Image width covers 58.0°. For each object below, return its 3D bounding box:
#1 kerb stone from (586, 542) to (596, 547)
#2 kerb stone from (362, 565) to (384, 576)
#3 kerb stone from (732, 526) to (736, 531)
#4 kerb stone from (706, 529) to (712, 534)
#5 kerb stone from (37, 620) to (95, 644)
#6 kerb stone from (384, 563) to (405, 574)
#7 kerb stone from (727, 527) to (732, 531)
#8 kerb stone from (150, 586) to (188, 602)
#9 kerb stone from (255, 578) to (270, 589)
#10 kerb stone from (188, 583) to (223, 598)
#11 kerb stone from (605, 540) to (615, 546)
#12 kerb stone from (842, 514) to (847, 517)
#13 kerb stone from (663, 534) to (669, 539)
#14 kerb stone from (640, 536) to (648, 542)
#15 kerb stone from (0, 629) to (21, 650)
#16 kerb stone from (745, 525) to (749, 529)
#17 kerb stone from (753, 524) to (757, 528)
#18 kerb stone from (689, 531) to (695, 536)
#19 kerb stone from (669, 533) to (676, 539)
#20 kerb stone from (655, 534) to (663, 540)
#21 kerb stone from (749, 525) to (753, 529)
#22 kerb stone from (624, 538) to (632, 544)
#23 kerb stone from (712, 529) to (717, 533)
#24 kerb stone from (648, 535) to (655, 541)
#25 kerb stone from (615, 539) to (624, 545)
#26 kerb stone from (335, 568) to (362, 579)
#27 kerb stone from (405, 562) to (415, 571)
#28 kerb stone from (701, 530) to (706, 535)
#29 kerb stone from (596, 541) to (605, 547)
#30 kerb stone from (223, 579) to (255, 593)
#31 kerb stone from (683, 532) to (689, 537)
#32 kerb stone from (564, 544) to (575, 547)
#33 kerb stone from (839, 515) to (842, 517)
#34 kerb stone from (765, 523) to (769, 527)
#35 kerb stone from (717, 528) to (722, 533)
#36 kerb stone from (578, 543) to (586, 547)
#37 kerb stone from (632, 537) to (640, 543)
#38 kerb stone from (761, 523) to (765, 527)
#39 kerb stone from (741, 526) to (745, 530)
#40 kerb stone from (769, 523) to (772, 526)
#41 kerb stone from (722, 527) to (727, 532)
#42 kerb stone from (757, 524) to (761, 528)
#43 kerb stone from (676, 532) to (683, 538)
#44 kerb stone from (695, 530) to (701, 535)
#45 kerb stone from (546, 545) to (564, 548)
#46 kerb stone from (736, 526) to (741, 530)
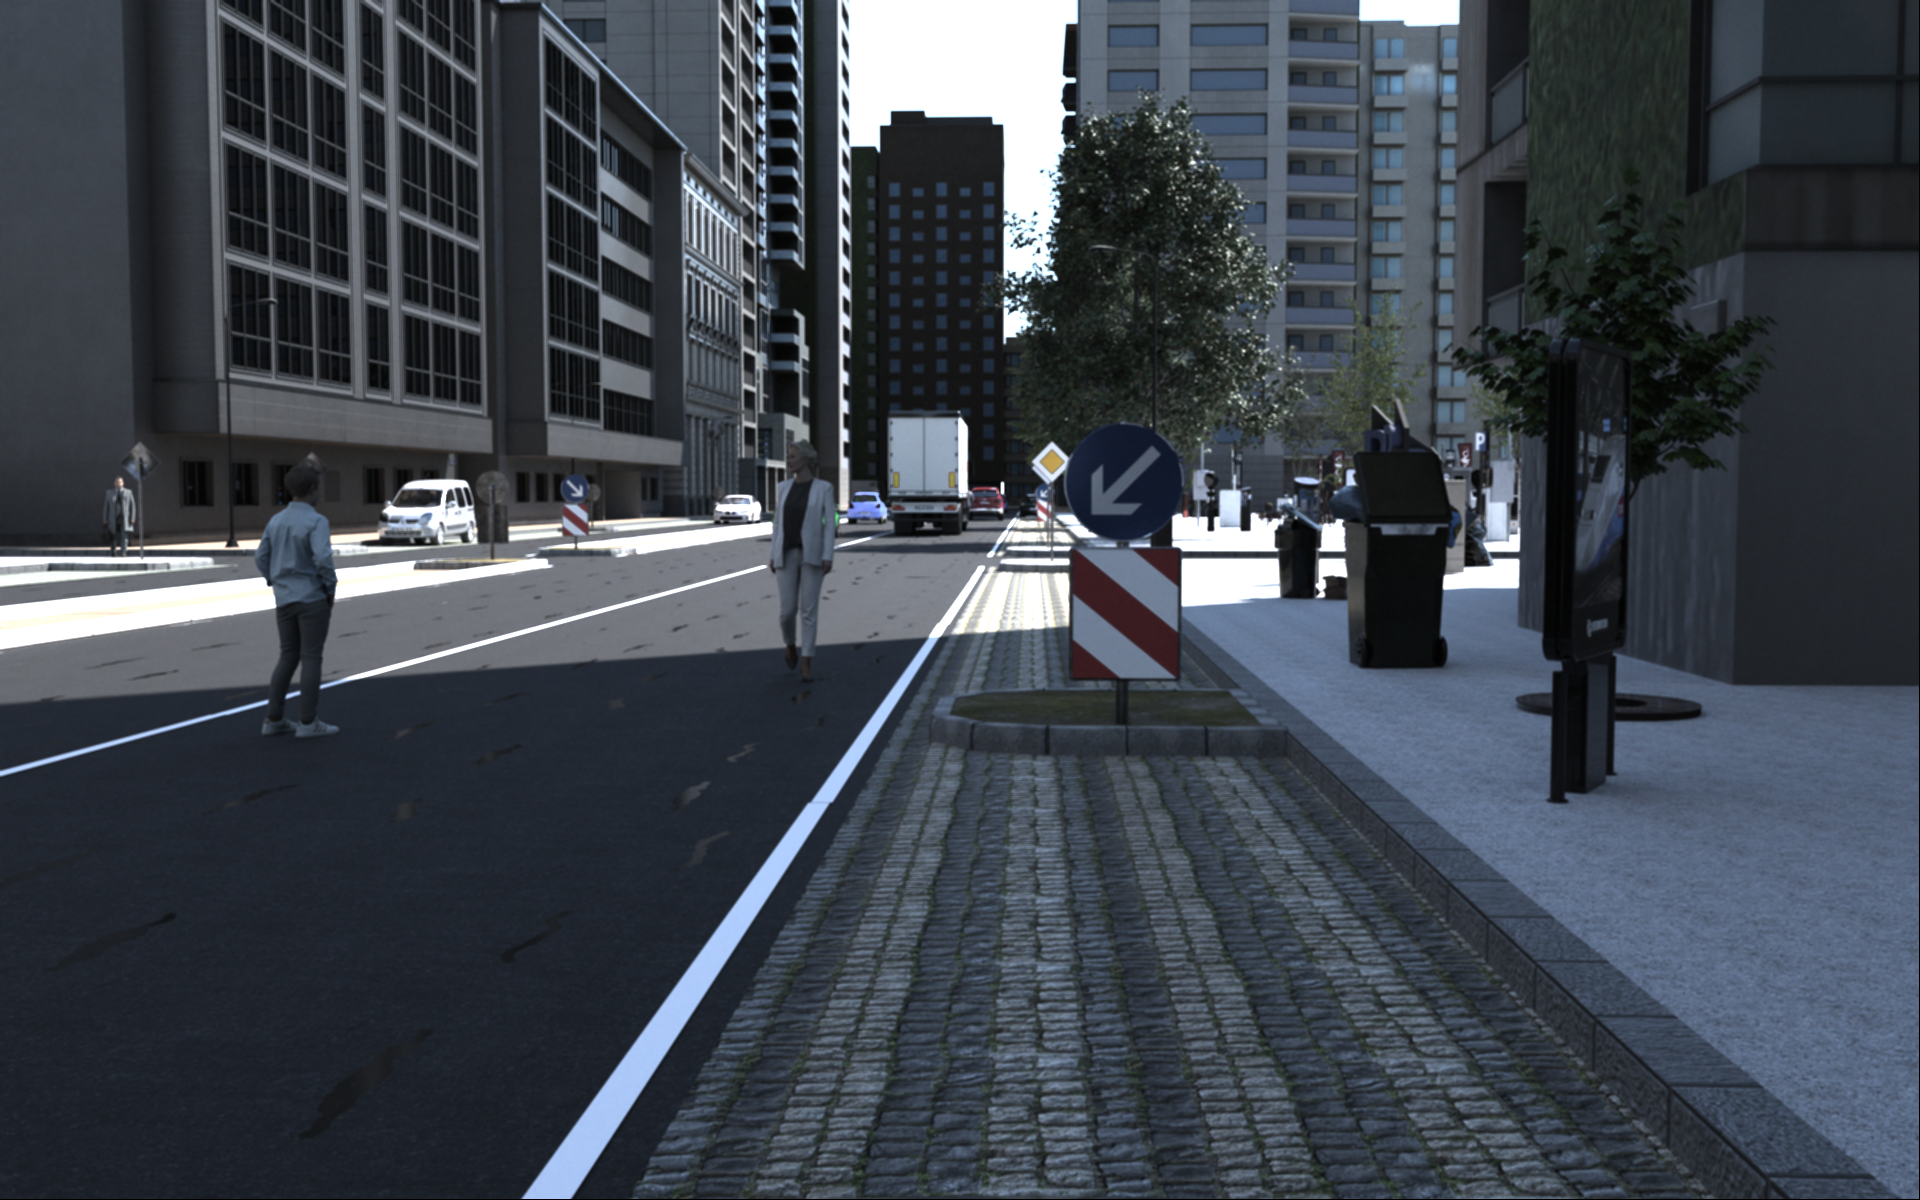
[{"bbox_3d":[-9.774,-1.414,45.320,0.120,0.150,1.000,0,4,2],"label":"kerb stone"},{"bbox_3d":[-10.395,-0.494,30.387,0.120,0.150,1.000,0,4,2],"label":"kerb stone"},{"bbox_3d":[-8.890,-2.733,66.882,0.120,0.150,1.000,0,4,2],"label":"kerb stone"},{"bbox_3d":[-9.098,-2.415,61.757,0.120,0.150,1.000,0,4,2],"label":"kerb stone"},{"bbox_3d":[-8.855,0.317,17.007,0.120,0.150,1.000,0,4,2],"label":"kerb stone"},{"bbox_3d":[-10.350,-0.564,31.413,0.120,0.150,1.000,0,4,2],"label":"kerb stone"},{"bbox_3d":[-8.925,-2.664,65.844,0.120,0.150,1.000,0,4,2],"label":"kerb stone"},{"bbox_3d":[-10.691,-0.063,23.227,0.120,0.150,1.000,0,4,2],"label":"kerb stone"},{"bbox_3d":[-10.568,-0.251,26.298,0.120,0.150,1.000,0,4,2],"label":"kerb stone"},{"bbox_3d":[-10.651,-0.126,24.248,0.120,0.150,1.000,0,4,2],"label":"kerb stone"},{"bbox_3d":[-9.693,-1.530,47.364,0.120,0.150,1.000,0,4,2],"label":"kerb stone"},{"bbox_3d":[-7.224,-5.178,106.851,0.120,0.150,1.000,0,4,2],"label":"kerb stone"},{"bbox_3d":[-9.400,-1.980,54.566,0.120,0.150,1.000,0,4,2],"label":"kerb stone"},{"bbox_3d":[-9.519,-1.792,51.487,0.120,0.150,1.000,0,4,2],"label":"kerb stone"},{"bbox_3d":[-8.892,0.380,15.985,0.120,0.150,1.000,0,4,2],"label":"kerb stone"},{"bbox_3d":[-8.760,-2.921,69.950,0.120,0.150,1.000,0,4,2],"label":"kerb stone"},{"bbox_3d":[-8.669,-3.044,71.993,0.120,0.150,1.000,0,4,2],"label":"kerb stone"},{"bbox_3d":[-9.225,-2.231,58.671,0.120,0.150,1.000,0,4,2],"label":"kerb stone"},{"bbox_3d":[-9.349,-2.042,55.587,0.120,0.150,1.000,0,4,2],"label":"kerb stone"},{"bbox_3d":[-9.440,-1.917,53.545,0.120,0.150,1.000,0,4,2],"label":"kerb stone"},{"bbox_3d":[-8.718,-2.982,70.972,0.120,0.150,1.000,0,4,2],"label":"kerb stone"},{"bbox_3d":[-9.609,-1.666,49.435,0.120,0.150,1.000,0,4,2],"label":"kerb stone"},{"bbox_3d":[-9.051,-2.482,62.778,0.120,0.150,1.000,0,4,2],"label":"kerb stone"},{"bbox_3d":[-9.482,-1.853,52.509,0.120,0.150,1.000,0,4,2],"label":"kerb stone"},{"bbox_3d":[-9.650,-1.603,48.399,0.120,0.150,1.000,0,4,2],"label":"kerb stone"},{"bbox_3d":[-10.444,-0.439,29.365,0.120,0.150,1.000,0,4,2],"label":"kerb stone"},{"bbox_3d":[-10.315,-0.626,32.450,0.120,0.150,1.000,0,4,2],"label":"kerb stone"},{"bbox_3d":[-9.148,-2.357,60.735,0.120,0.150,1.000,0,4,2],"label":"kerb stone"},{"bbox_3d":[-9.740,-1.472,46.342,0.120,0.150,1.000,0,4,2],"label":"kerb stone"},{"bbox_3d":[-10.615,-0.188,25.269,0.120,0.150,1.000,0,4,2],"label":"kerb stone"},{"bbox_3d":[-9.265,-2.168,57.650,0.120,0.150,1.000,0,4,2],"label":"kerb stone"},{"bbox_3d":[-9.860,-1.289,43.274,0.120,0.150,1.000,0,4,2],"label":"kerb stone"},{"bbox_3d":[-7.356,-4.987,103.782,0.120,0.150,1.000,0,4,2],"label":"kerb stone"},{"bbox_3d":[-8.543,-3.235,75.080,0.120,0.150,1.000,0,4,2],"label":"kerb stone"},{"bbox_3d":[-9.012,-2.545,63.800,0.120,0.150,1.000,0,4,2],"label":"kerb stone"},{"bbox_3d":[-9.823,-1.349,44.299,0.120,0.150,1.000,0,4,2],"label":"kerb stone"},{"bbox_3d":[-9.561,-1.723,50.463,0.120,0.150,1.000,0,4,2],"label":"kerb stone"},{"bbox_3d":[-8.594,-3.164,74.048,0.120,0.150,1.000,0,4,2],"label":"kerb stone"},{"bbox_3d":[-8.801,-2.858,68.925,0.120,0.150,1.000,0,4,2],"label":"kerb stone"},{"bbox_3d":[-8.502,-3.290,76.102,0.120,0.150,1.000,0,4,2],"label":"kerb stone"},{"bbox_3d":[-8.970,-2.607,64.822,0.120,0.150,1.000,0,4,2],"label":"kerb stone"},{"bbox_3d":[-8.627,-3.102,73.023,0.120,0.150,1.000,0,4,2],"label":"kerb stone"},{"bbox_3d":[-9.311,-2.105,56.614,0.120,0.150,1.000,0,4,2],"label":"kerb stone"},{"bbox_3d":[-9.179,-2.288,59.701,0.120,0.150,1.000,0,4,2],"label":"kerb stone"},{"bbox_3d":[-9.906,-1.224,42.253,0.120,0.150,1.000,0,4,2],"label":"kerb stone"},{"bbox_3d":[-8.838,-2.796,67.903,0.120,0.150,1.000,0,4,2],"label":"kerb stone"}]
